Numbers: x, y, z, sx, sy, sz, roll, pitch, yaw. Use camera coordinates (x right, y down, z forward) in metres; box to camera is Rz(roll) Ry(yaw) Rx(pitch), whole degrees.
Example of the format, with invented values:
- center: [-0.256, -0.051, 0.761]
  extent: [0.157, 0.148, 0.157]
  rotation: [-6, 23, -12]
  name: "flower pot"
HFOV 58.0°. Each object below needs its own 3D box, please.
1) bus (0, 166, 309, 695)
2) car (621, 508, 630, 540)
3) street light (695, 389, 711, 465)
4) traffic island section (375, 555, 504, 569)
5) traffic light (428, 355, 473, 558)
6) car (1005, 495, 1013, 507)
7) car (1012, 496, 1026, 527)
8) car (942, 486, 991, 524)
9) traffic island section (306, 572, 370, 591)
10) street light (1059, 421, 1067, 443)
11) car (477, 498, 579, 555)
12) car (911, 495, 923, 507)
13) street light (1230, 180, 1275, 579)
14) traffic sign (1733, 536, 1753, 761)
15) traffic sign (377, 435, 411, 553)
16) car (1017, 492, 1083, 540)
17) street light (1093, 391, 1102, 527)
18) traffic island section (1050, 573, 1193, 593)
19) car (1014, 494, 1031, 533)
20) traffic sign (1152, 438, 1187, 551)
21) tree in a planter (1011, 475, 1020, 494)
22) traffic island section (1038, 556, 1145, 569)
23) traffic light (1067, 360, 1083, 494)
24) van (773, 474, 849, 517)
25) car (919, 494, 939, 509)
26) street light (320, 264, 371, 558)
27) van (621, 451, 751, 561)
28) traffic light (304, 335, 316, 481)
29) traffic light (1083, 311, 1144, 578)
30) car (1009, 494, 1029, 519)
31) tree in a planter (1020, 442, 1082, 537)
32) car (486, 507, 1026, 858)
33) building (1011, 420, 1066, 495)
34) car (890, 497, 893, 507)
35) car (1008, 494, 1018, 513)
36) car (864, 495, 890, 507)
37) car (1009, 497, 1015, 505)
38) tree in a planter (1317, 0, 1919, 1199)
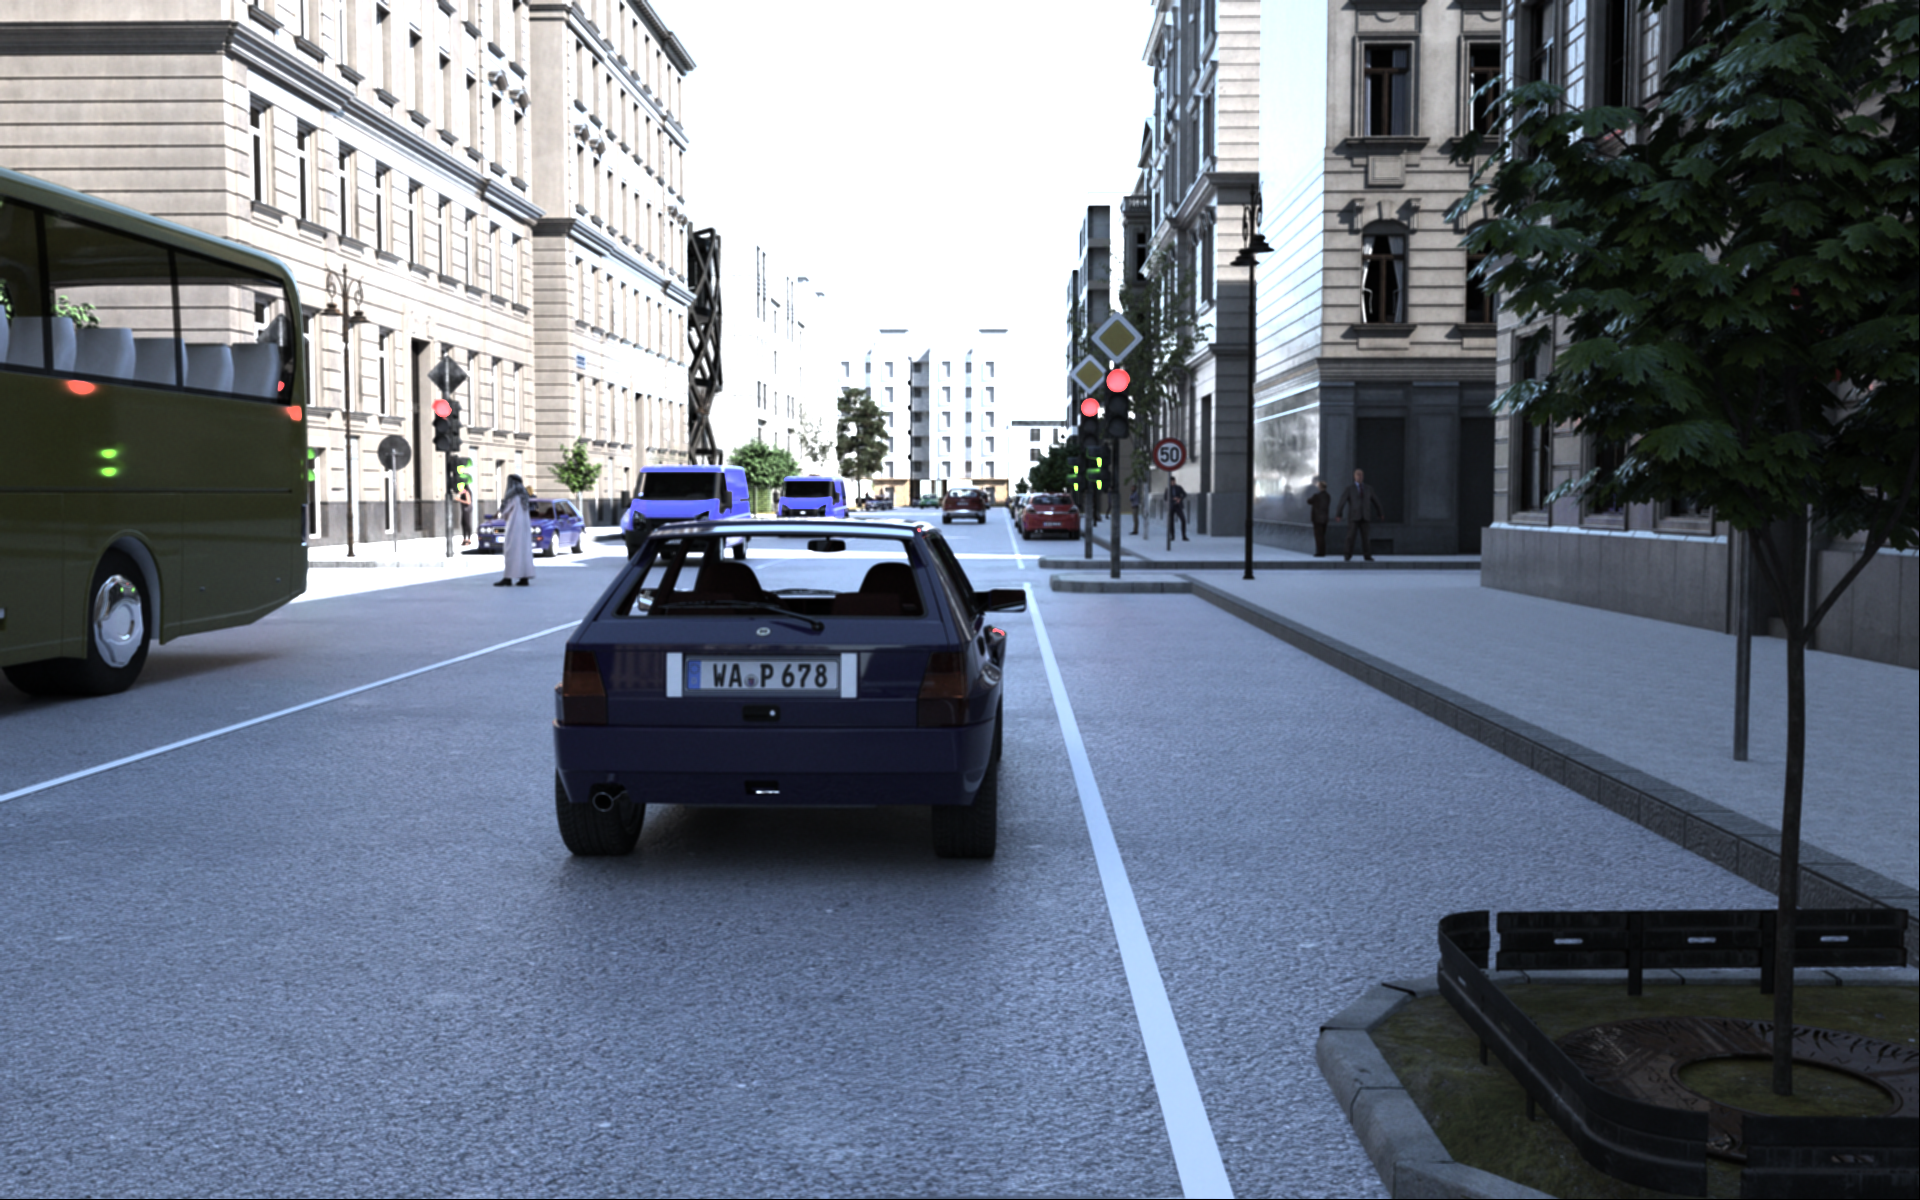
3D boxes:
- center: [-7.283, -1.101, 9.549]
  extent: [2.896, 3.916, 12.252]
  rotation: [0, 4, 2]
  name: "bus"
- center: [-9.634, -2.779, 55.021]
  extent: [1.945, 1.707, 3.694]
  rotation: [0, 4, 2]
  name: "car"
- center: [-11.305, -6.323, 76.173]
  extent: [0.468, 5.910, 1.993]
  rotation: [0, 4, 1]
  name: "street light"
- center: [-10.258, -0.764, 34.764]
  extent: [2.009, 0.180, 2.903]
  rotation: [0, 4, 1]
  name: "traffic island section"
- center: [-10.218, -2.776, 34.630]
  extent: [0.839, 4.213, 0.868]
  rotation: [0, 4, 1]
  name: "traffic light"
- center: [5.742, -10.541, 184.919]
  extent: [1.945, 1.354, 3.894]
  rotation: [0, 4, 1]
  name: "car"
- center: [3.328, -3.887, 75.917]
  extent: [2.083, 1.381, 4.827]
  rotation: [0, 4, 2]
  name: "car"
- center: [0.222, -4.686, 85.296]
  extent: [2.281, 1.827, 5.304]
  rotation: [0, 4, 2]
  name: "car"
- center: [-10.441, -0.275, 26.781]
  extent: [2.009, 0.180, 2.903]
  rotation: [0, 4, 1]
  name: "traffic island section"
- center: [6.455, -8.336, 109.080]
  extent: [0.468, 5.910, 1.993]
  rotation: [0, 4, 1]
  name: "street light"
- center: [-9.917, -1.689, 40.195]
  extent: [1.945, 1.354, 3.894]
  rotation: [0, 4, 2]
  name: "car"
- center: [-4.197, -10.565, 185.316]
  extent: [1.945, 1.354, 3.894]
  rotation: [0, 4, 3]
  name: "car"
- center: [4.356, -3.252, 25.961]
  extent: [0.468, 5.910, 1.993]
  rotation: [0, 4, 1]
  name: "street light"
- center: [3.763, -0.506, 8.276]
  extent: [0.884, 2.594, 0.081]
  rotation: [0, 4, 2]
  name: "traffic sign"
- center: [-12.217, -2.282, 37.410]
  extent: [0.768, 2.556, 0.104]
  rotation: [0, 4, 7]
  name: "traffic sign"
- center: [2.898, -2.853, 55.688]
  extent: [2.155, 1.783, 4.494]
  rotation: [0, 4, 1]
  name: "car"
- center: [5.324, -5.833, 68.153]
  extent: [0.468, 5.910, 1.993]
  rotation: [0, 4, 1]
  name: "street light"
- center: [2.397, -0.257, 26.484]
  extent: [2.009, 0.180, 2.903]
  rotation: [0, 4, 1]
  name: "traffic island section"
- center: [3.080, -3.218, 64.410]
  extent: [2.131, 1.459, 4.920]
  rotation: [0, 4, 1]
  name: "car"
- center: [4.729, -2.388, 39.155]
  extent: [0.768, 2.556, 0.104]
  rotation: [0, 4, 4]
  name: "traffic sign"
- center: [4.907, -8.498, 136.166]
  extent: [1.991, 3.239, 1.994]
  rotation: [0, 4, 1]
  name: "tree in a planter"
- center: [2.580, -0.745, 34.467]
  extent: [2.009, 0.180, 2.903]
  rotation: [0, 4, 1]
  name: "traffic island section"
- center: [2.540, -2.759, 34.355]
  extent: [0.839, 4.213, 0.868]
  rotation: [0, 4, 1]
  name: "traffic light"
- center: [-5.027, -3.351, 59.171]
  extent: [2.240, 2.365, 5.245]
  rotation: [0, 4, 2]
  name: "van"
- center: [-2.994, -9.892, 170.528]
  extent: [1.959, 1.807, 4.718]
  rotation: [0, 4, 1]
  name: "car"
- center: [-12.344, -3.800, 34.921]
  extent: [0.468, 5.910, 1.993]
  rotation: [0, 4, 1]
  name: "street light"
- center: [-5.652, -1.954, 36.332]
  extent: [2.240, 2.365, 5.245]
  rotation: [0, 4, 1]
  name: "van"
- center: [-10.401, -2.288, 26.647]
  extent: [0.839, 4.213, 0.868]
  rotation: [0, 4, 1]
  name: "traffic light"
- center: [2.357, -2.271, 26.372]
  extent: [0.839, 4.213, 0.868]
  rotation: [0, 4, 1]
  name: "traffic light"
- center: [3.923, -5.682, 102.690]
  extent: [2.009, 1.686, 4.222]
  rotation: [0, 4, 3]
  name: "car"
- center: [3.147, -3.780, 59.030]
  extent: [1.991, 3.239, 1.994]
  rotation: [0, 4, 1]
  name: "tree in a planter"
- center: [-0.659, 0.269, 8.181]
  extent: [1.945, 1.354, 3.894]
  rotation: [0, 4, 2]
  name: "car"
- center: [19.883, -15.782, 200.174]
  extent: [28.070, 9.664, 9.099]
  rotation: [0, 4, 1]
  name: "building"
- center: [-7.116, -9.035, 160.307]
  extent: [1.945, 1.354, 3.894]
  rotation: [0, 3, 0]
  name: "car"
- center: [4.893, -8.008, 141.148]
  extent: [2.015, 1.641, 3.980]
  rotation: [0, 4, 3]
  name: "car"
- center: [-7.358, -8.470, 151.057]
  extent: [1.945, 1.354, 3.894]
  rotation: [0, 4, 0]
  name: "car"
- center: [4.309, -6.335, 115.576]
  extent: [2.014, 1.417, 4.499]
  rotation: [0, 4, 0]
  name: "car"
- center: [1.880, -0.406, 3.853]
  extent: [1.991, 3.239, 1.994]
  rotation: [0, 4, 1]
  name: "tree in a planter"
